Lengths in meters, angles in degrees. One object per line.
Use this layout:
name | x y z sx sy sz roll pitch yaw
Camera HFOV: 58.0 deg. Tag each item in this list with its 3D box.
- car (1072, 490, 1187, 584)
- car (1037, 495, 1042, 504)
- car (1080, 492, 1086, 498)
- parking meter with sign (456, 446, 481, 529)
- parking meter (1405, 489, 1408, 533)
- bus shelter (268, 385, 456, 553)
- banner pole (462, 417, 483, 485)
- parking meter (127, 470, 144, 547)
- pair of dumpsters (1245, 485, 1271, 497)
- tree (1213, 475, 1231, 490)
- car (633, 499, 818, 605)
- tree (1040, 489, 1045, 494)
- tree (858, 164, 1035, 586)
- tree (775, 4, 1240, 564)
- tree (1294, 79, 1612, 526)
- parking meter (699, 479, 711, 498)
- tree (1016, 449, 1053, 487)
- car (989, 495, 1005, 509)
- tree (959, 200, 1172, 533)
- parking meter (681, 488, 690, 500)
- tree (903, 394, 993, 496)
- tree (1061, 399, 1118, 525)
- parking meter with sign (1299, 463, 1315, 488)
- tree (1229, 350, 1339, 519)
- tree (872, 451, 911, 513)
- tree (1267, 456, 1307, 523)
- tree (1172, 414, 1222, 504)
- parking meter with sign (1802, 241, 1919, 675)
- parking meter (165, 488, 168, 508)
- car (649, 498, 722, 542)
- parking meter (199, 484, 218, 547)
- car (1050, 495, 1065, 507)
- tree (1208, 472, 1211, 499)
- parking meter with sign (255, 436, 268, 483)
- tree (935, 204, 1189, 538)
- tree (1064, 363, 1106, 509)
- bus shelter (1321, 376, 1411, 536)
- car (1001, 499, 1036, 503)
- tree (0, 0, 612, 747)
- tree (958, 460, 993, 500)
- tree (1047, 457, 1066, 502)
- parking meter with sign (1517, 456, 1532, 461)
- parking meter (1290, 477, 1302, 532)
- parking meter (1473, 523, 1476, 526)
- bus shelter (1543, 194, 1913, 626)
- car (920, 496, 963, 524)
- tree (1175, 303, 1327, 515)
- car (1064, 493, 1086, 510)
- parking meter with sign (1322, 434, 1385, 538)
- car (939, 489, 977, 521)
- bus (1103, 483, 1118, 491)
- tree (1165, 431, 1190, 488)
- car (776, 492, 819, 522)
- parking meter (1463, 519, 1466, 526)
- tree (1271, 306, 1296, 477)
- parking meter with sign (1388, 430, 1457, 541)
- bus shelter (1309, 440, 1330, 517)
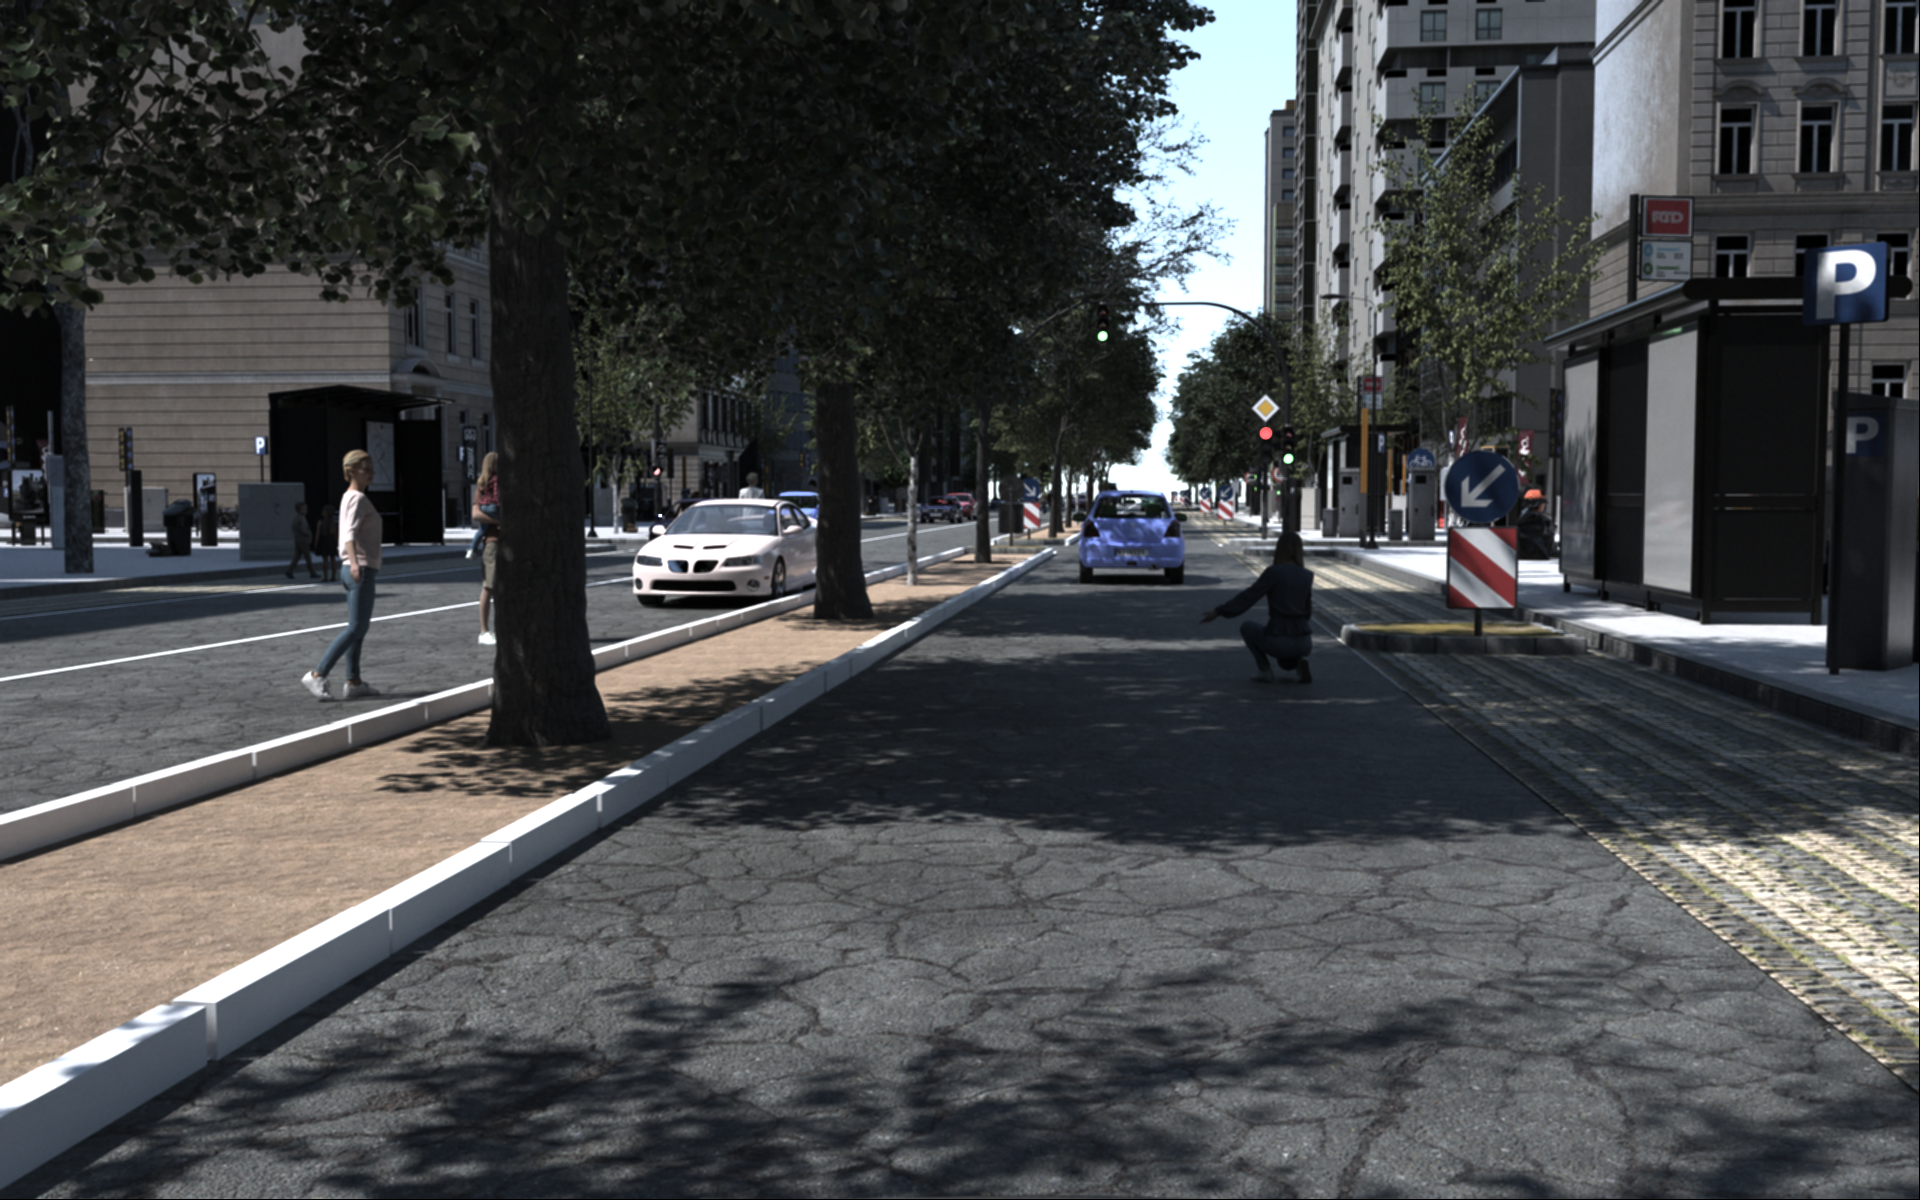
car | 2.843 -1.185 28.968 1.945 1.707 3.694 0 4 4
car | 9.742 -12.399 215.304 1.945 1.354 3.894 0 4 7
car | 18.782 -15.335 259.400 2.281 1.827 5.304 0 4 6
parking meter with sign | -17.350 -4.067 62.764 1.738 3.016 0.543 2 4 24
parking meter | 15.026 -3.010 57.631 0.372 1.533 0.369 0 3 0
bus shelter | -13.803 -3.007 40.447 1.731 3.624 6.357 0 4 7
banner pole | -15.622 -4.026 55.839 0.863 3.779 0.401 -3 5 -41
parking meter | -20.175 -2.242 42.372 0.255 1.863 0.399 -3 4 -38
pair of dumpsters | 20.455 -7.109 118.729 1.574 2.255 4.437 0 4 7
tree | 21.512 -8.896 140.043 1.663 3.219 1.824 0 3 0
car | -3.054 -0.700 23.802 2.083 1.381 4.827 0 4 7
tree | 11.958 -16.139 258.470 1.663 3.219 1.824 0 3 0
tree | -0.756 -4.533 26.942 4.737 8.622 4.395 0 3 0
tree | 0.453 -7.495 35.373 12.009 13.543 11.850 0 3 0
tree | 9.079 -4.941 31.148 4.737 8.622 4.395 0 3 0
parking meter | -9.975 -3.796 67.768 0.399 1.863 0.255 -3 4 -37
tree | 9.630 -19.955 243.278 9.611 12.733 9.660 0 3 0
car | 3.758 -9.138 161.982 1.945 1.354 3.894 0 4 6
tree | 3.673 -8.729 63.299 7.486 12.596 7.792 0 3 0
parking meter | -11.861 -4.070 74.957 0.372 1.533 0.369 0 3 0
tree | -1.311 -13.034 138.867 9.928 11.665 9.643 0 3 0
tree | 5.367 -7.711 78.891 4.360 8.622 3.978 0 3 0
parking meter with sign | 19.318 -6.058 95.309 0.543 3.016 1.738 -1 4 -16
tree | 15.995 -8.402 87.742 4.360 8.622 3.978 0 3 0
tree | -4.408 -8.190 117.620 4.285 4.588 4.351 0 3 0
tree | 14.428 -4.990 76.188 1.663 3.219 1.824 0 3 0
tree | 29.561 -18.295 217.245 7.486 12.596 7.792 0 3 0
parking meter with sign | 6.801 -1.012 12.803 1.738 3.016 0.543 -3 5 -45
parking meter | -38.910 -4.640 84.283 0.372 1.533 0.369 0 3 0
car | -5.963 -1.679 40.038 1.945 1.354 3.894 0 4 6
parking meter | -18.426 -2.083 42.468 0.372 1.533 0.369 0 3 0
car | 11.033 -11.349 197.555 2.014 1.417 4.499 0 4 5
tree | 25.923 -15.088 181.096 7.601 10.594 8.767 2 4 27
parking meter with sign | -20.663 -3.480 53.156 0.543 3.016 1.738 2 4 35
tree | 2.952 -7.272 55.763 8.767 10.594 7.601 0 4 6
tree | 5.220 -8.055 84.520 4.737 8.622 4.395 0 3 0
bus shelter | 13.031 -4.829 56.589 2.179 5.291 8.768 0 4 6
car | 3.253 -4.995 93.667 2.014 1.417 4.499 1 4 8
tree | -2.384 -6.142 9.532 9.857 13.997 8.962 0 3 0
tree | 1.480 -11.195 166.747 4.285 4.588 4.351 0 3 0
tree | 13.859 -21.389 275.471 9.928 11.665 9.643 0 3 0
parking meter with sign | 22.368 -4.479 69.485 0.543 3.016 1.738 2 4 35
parking meter | 11.318 -3.229 58.510 0.255 1.863 0.399 -3 4 -38
parking meter | 8.544 -1.210 28.199 0.372 1.533 0.369 0 3 0
bus shelter | 8.533 -2.652 20.996 2.179 5.291 8.768 0 4 6
car | -0.903 -4.460 85.507 1.945 1.354 3.894 0 4 8
tree | 17.829 -11.458 104.345 9.611 12.733 9.660 0 3 0
car | 10.295 -8.797 152.871 2.155 1.783 4.494 0 4 4
parking meter with sign | 11.478 -3.328 50.671 1.738 3.016 0.543 2 4 35
car | -0.090 -5.261 95.056 2.155 1.783 4.494 0 4 6
bus | 23.292 -16.869 270.672 2.948 3.499 13.247 0 4 7
tree | 33.175 -19.794 249.380 9.928 11.665 9.643 0 3 0
car | -5.264 -2.845 56.099 1.945 1.707 3.694 0 4 5
parking meter | 15.830 -2.949 53.932 0.255 1.863 0.399 1 4 20
tree | 13.466 -6.990 64.652 4.737 8.622 4.395 0 3 0
parking meter with sign | 12.655 -3.134 47.494 1.738 3.016 0.543 0 4 4
bus shelter | 16.571 -5.243 77.006 1.731 3.624 6.357 0 4 6
